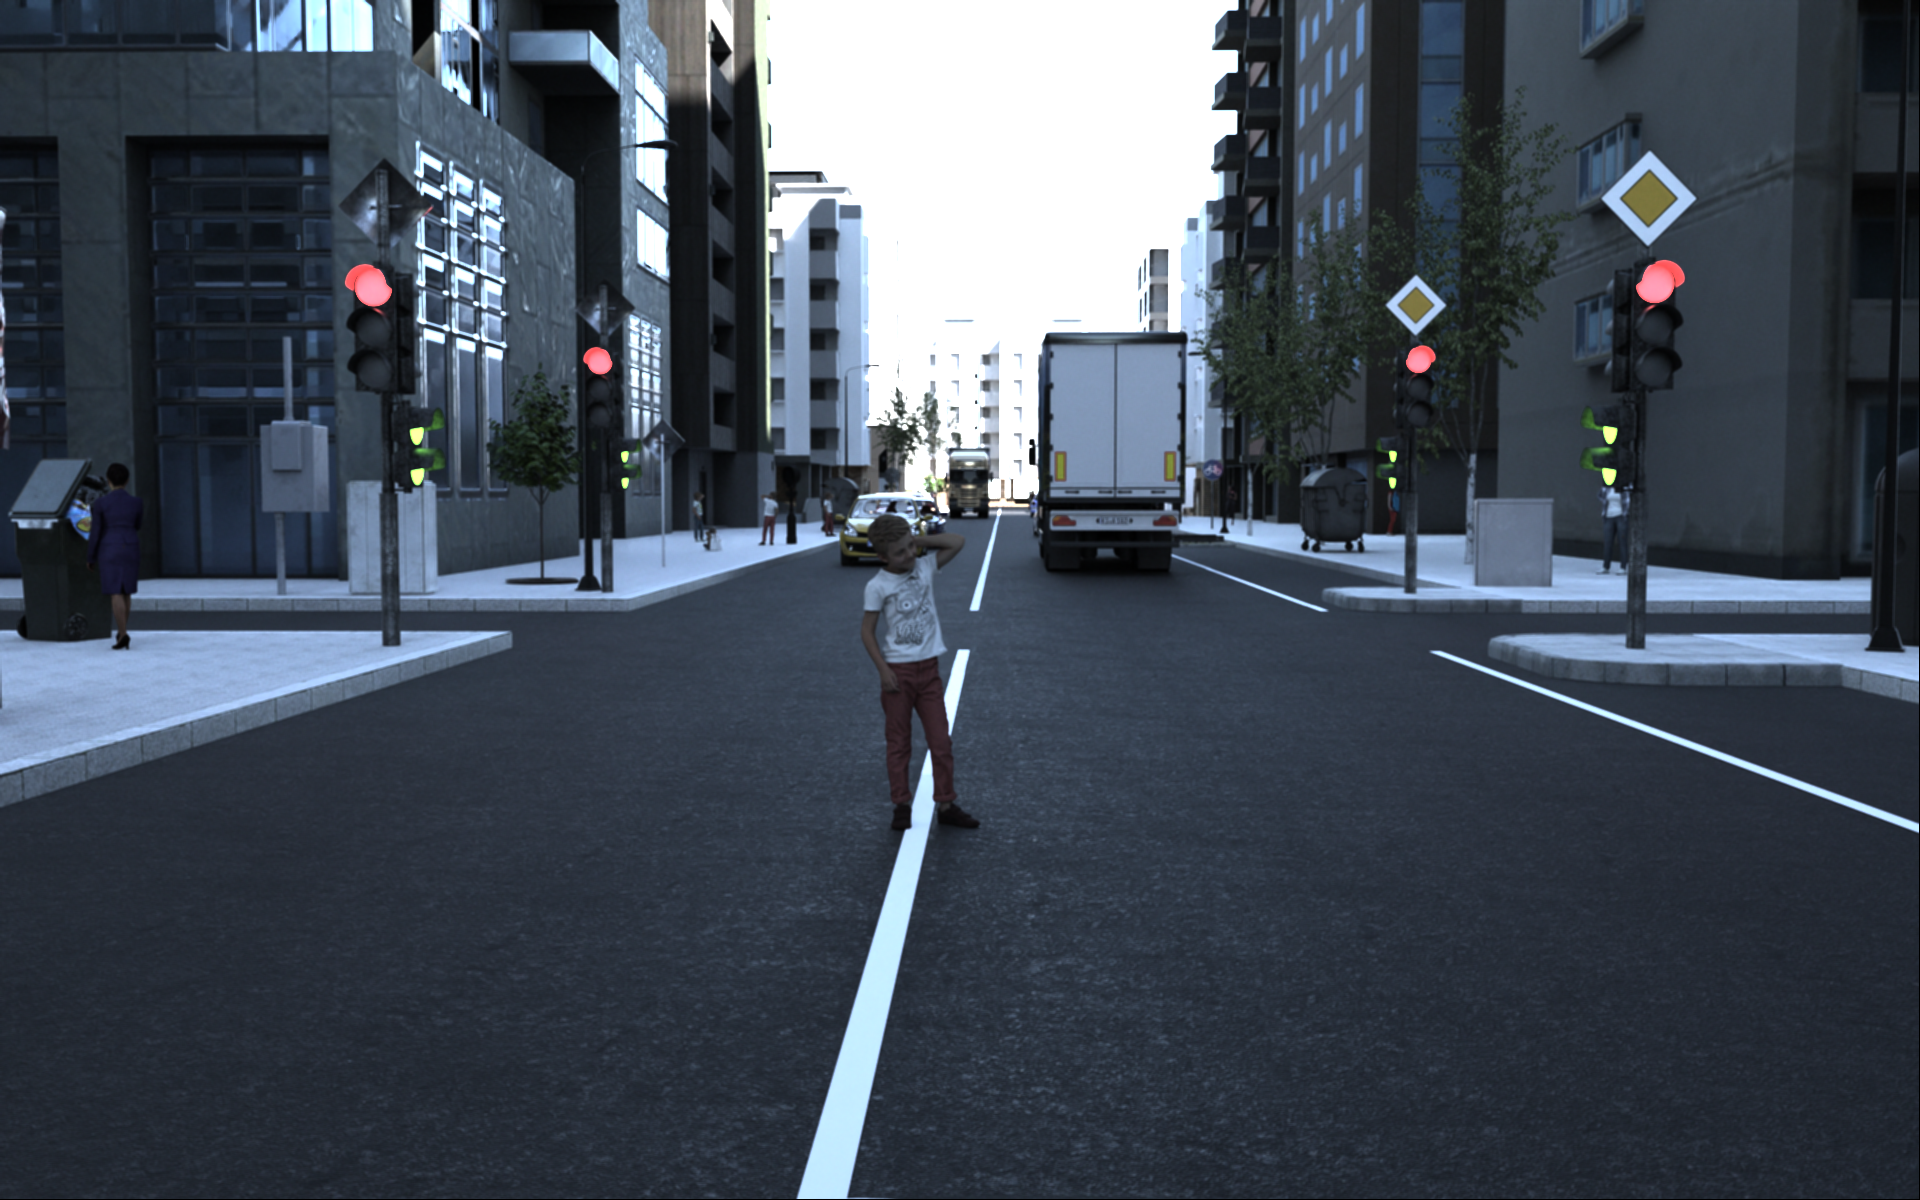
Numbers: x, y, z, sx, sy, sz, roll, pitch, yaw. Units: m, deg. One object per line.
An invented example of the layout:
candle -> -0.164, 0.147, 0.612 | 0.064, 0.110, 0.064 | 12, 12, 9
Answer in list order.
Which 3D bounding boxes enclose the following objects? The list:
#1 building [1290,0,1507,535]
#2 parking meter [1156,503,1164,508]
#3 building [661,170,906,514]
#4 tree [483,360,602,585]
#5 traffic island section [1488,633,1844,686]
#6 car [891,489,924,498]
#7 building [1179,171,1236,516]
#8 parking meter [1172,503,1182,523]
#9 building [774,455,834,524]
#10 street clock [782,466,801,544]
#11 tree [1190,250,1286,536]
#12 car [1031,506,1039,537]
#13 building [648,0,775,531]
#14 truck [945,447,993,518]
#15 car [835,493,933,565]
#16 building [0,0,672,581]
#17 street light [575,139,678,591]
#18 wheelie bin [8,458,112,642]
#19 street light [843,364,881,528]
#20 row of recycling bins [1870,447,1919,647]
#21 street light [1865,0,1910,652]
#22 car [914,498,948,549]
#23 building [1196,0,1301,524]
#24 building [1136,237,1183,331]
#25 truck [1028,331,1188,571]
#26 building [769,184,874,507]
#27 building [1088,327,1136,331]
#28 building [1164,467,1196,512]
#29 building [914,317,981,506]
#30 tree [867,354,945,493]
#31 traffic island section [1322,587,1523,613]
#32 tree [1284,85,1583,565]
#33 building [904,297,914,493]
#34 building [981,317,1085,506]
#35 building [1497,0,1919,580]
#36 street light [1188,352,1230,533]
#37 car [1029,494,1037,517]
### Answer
building -> 19.762, -25.063, 59.893 | 14.600, 45.320, 14.200 | 0, 4, 1
parking meter -> 9.047, -4.270, 78.219 | 0.372, 1.533, 0.369 | 0, 3, 0
building -> -18.776, -17.256, 126.112 | 27.936, 21.610, 32.646 | 0, 4, 1
tree -> -5.943, -1.862, 25.043 | 1.663, 3.219, 1.824 | 0, 3, 0
traffic island section -> 5.642, 0.481, 14.410 | 2.009, 0.180, 2.903 | 0, 4, 1
car -> -1.921, -3.021, 58.434 | 2.155, 1.783, 4.494 | 0, 4, 3
building -> 21.410, -15.144, 104.028 | 16.016, 20.091, 11.380 | 0, 4, 1
parking meter -> 9.486, -4.289, 75.833 | 0.399, 1.863, 0.255 | -2, 4, -35
building -> -22.639, -23.849, 81.815 | 32.217, 40.220, 23.993 | 0, 4, 1
street clock -> -4.338, -2.446, 44.560 | 0.471, 2.002, 0.358 | 3, 5, 39
tree -> 8.933, -5.689, 43.377 | 4.737, 8.622, 4.395 | 0, 3, 0
car -> 3.480, -2.849, 58.938 | 2.083, 1.381, 4.827 | 0, 4, 0
building -> -14.719, -17.804, 62.802 | 14.160, 30.474, 14.107 | 0, 4, 1
truck -> 0.579, -7.170, 106.140 | 2.839, 4.237, 11.283 | 0, 4, 1
car -> -1.556, -1.580, 36.056 | 2.015, 1.641, 3.980 | 0, 3, 0
building -> -18.947, -44.404, 38.679 | 22.319, 86.520, 31.000 | 0, 4, 1
street light -> -4.397, -3.078, 22.862 | 1.470, 5.913, 1.316 | 0, 4, 1
wheelie bin -> -7.910, -0.453, 15.323 | 0.980, 1.594, 0.693 | 2, 4, 24
street light -> -3.528, -5.471, 61.985 | 1.470, 5.913, 1.316 | 0, 4, 1
row of recycling bins -> 9.650, -0.457, 14.591 | 3.534, 1.692, 1.069 | 0, 4, 8
street light -> 7.054, -2.539, 14.054 | 1.470, 5.913, 1.316 | 0, 4, 1
car -> -1.286, -2.080, 46.594 | 1.945, 1.354, 3.894 | 0, 4, 1
building -> 23.650, -26.142, 82.046 | 22.147, 44.769, 28.867 | 0, 4, 1
building -> 29.402, -18.950, 153.800 | 27.936, 21.610, 32.646 | 0, 4, 1
truck -> 2.849, -2.846, 35.448 | 2.839, 4.237, 11.283 | 0, 4, 2
building -> -13.327, -15.134, 103.861 | 16.016, 20.091, 11.380 | 0, 4, 1
building -> 29.682, -19.908, 191.961 | 31.486, 18.905, 16.747 | 0, 4, 1
building -> 17.895, -11.131, 124.145 | 9.099, 9.664, 28.070 | 0, 4, 1
building -> -3.763, -20.531, 192.109 | 11.380, 20.091, 16.016 | 0, 4, 1
tree -> -3.180, -8.690, 92.446 | 4.737, 8.622, 4.395 | 0, 3, 0
traffic island section -> 5.845, -0.007, 22.393 | 2.009, 0.180, 2.903 | 0, 4, 1
tree -> 9.164, -4.964, 31.527 | 4.737, 8.622, 4.395 | 0, 3, 0
building -> -20.524, -18.133, 162.932 | 31.486, 18.905, 16.747 | 0, 4, 1
building -> 7.814, -20.527, 192.029 | 11.380, 20.091, 16.016 | 0, 4, 1
building -> 23.005, -25.136, 34.673 | 21.600, 48.544, 21.300 | 0, 4, 1
street light -> 8.134, -5.145, 56.666 | 1.470, 5.913, 1.316 | 0, 4, 1
car -> 5.234, -5.968, 107.172 | 1.945, 1.707, 3.694 | 0, 4, 3
